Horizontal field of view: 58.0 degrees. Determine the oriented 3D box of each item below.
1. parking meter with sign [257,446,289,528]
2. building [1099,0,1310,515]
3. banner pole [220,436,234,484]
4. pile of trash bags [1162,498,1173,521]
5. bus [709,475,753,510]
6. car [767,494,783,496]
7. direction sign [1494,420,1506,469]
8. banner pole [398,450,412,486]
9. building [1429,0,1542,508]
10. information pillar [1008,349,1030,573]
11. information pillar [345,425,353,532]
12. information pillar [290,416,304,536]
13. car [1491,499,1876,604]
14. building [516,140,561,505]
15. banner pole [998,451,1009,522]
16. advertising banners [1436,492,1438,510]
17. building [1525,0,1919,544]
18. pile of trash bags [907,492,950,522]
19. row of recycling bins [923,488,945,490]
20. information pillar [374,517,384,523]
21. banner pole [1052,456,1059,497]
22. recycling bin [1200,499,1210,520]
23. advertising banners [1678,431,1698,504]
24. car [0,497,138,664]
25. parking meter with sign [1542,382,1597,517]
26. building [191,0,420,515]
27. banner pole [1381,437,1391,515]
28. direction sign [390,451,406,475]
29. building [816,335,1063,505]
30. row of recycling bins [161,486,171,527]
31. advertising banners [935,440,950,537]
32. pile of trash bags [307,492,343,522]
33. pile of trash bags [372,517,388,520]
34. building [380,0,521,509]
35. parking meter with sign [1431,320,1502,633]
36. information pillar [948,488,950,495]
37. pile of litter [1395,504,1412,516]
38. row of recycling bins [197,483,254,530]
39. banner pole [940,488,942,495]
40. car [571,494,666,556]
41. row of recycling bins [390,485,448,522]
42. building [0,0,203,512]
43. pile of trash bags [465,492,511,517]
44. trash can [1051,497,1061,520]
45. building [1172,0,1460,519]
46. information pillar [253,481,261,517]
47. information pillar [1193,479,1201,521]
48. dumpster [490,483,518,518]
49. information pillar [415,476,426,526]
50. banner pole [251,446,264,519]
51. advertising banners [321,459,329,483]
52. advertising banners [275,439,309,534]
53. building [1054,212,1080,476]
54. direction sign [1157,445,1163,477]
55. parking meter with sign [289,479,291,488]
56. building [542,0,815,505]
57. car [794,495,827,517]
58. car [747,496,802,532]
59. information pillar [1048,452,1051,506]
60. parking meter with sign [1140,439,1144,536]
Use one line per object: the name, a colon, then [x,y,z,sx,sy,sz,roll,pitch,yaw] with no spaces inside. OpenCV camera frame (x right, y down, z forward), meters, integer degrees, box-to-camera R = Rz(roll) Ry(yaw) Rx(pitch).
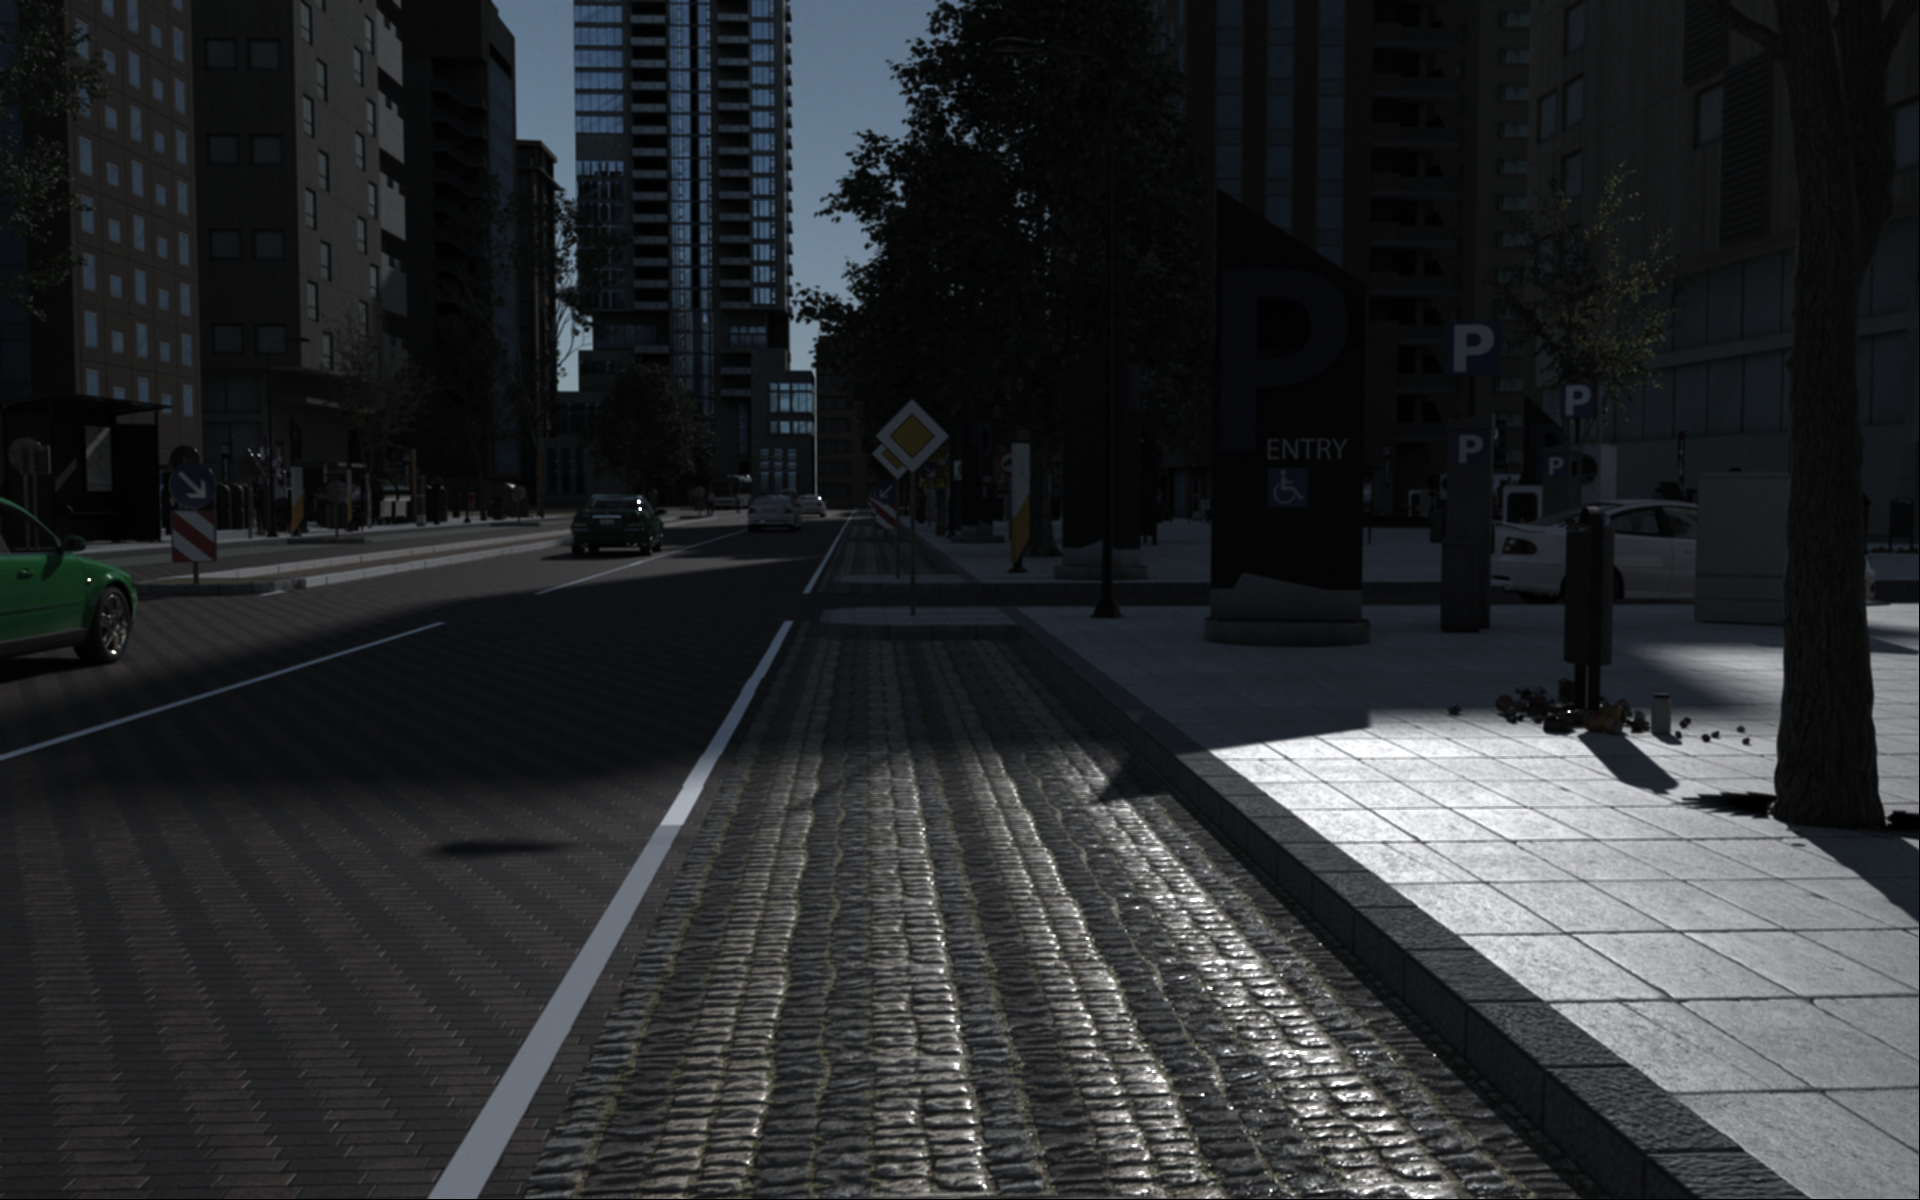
parking meter with sign: [-25.434,-4.144,64.012,0.543,3.016,1.738,-1,4,-8]
building: [16.780,-29.306,129.264,14.600,45.320,14.200,0,4,-3]
banner pole: [-31.260,-5.140,74.062,0.401,3.779,0.863,1,4,22]
pile of trash bags: [8.865,-4.474,82.903,1.912,1.369,3.447,2,4,27]
bus: [-21.485,-10.303,163.308,2.948,3.499,13.247,0,4,-1]
car: [-14.871,-7.800,139.332,2.131,1.459,4.920,0,4,-3]
direction sign: [16.254,-3.737,53.091,0.876,3.537,0.379,1,4,19]
banner pole: [-28.775,-6.095,89.674,0.863,3.779,0.401,0,4,2]
building: [52.990,-32.518,155.377,21.600,48.544,21.300,0,4,-3]
information pillar: [0.983,-2.257,28.249,0.183,3.616,0.504,2,4,30]
information pillar: [-20.728,-4.122,58.746,0.183,3.616,0.504,-2,4,-28]
information pillar: [-20.129,-3.743,52.551,0.183,3.616,0.504,1,4,13]
car: [8.860,-0.566,21.610,4.827,1.381,2.083,0,4,-2]
building: [-63.210,-33.789,207.068,28.867,44.769,22.147,0,4,-3]
banner pole: [2.041,-5.505,80.028,0.401,3.779,0.863,3,5,43]
advertising banners: [27.766,-6.548,103.246,2.074,3.025,0.090,-1,4,-20]
building: [35.879,-28.453,54.440,27.495,52.752,28.713,0,4,-3]
pile of trash bags: [-0.752,-4.247,79.183,3.447,1.369,1.912,1,4,12]
row of recycling bins: [-0.955,-5.208,92.258,1.069,1.692,3.534,3,5,41]
information pillar: [-25.992,-4.464,77.473,0.304,2.012,0.304,1,4,21]
banner pole: [4.940,-6.135,90.329,0.401,3.779,0.863,2,4,33]
recycling bin: [11.960,-4.472,85.678,0.722,1.027,0.722,1,4,11]
advertising banners: [19.971,-3.130,47.370,0.090,3.025,2.074,0,4,4]
car: [-7.954,-0.269,13.196,1.959,1.807,4.718,0,4,-2]
parking meter with sign: [9.209,-1.853,26.563,0.543,3.016,1.738,3,4,36]
building: [-52.275,-31.943,111.507,28.713,52.752,27.495,0,4,-3]
banner pole: [18.617,-5.251,75.871,0.401,3.779,0.863,-1,4,-20]
direction sign: [-29.514,-6.059,91.059,0.876,3.537,0.379,0,4,-1]
building: [-2.807,-22.494,212.812,28.899,21.520,27.650,0,4,-3]
row of recycling bins: [-30.811,-3.638,66.600,3.534,1.692,1.069,-2,4,-30]
advertising banners: [-0.526,-3.420,52.112,0.090,3.025,2.074,-1,4,-11]
pile of trash bags: [-29.539,-4.327,80.497,1.912,1.369,3.447,-1,4,-11]
pile of trash bags: [-28.664,-4.607,85.073,3.447,1.369,1.912,0,4,-4]
building: [-47.770,-30.800,153.697,14.200,45.320,14.600,0,4,-3]
parking meter with sign: [4.915,-1.253,16.750,0.543,3.016,1.738,1,4,18]
information pillar: [-0.370,-5.518,81.575,0.504,3.616,0.183,1,4,10]
pile of litter: [18.940,-3.689,74.280,1.176,0.858,1.719,-2,4,-23]
row of recycling bins: [-26.684,-3.404,62.776,1.069,1.692,3.534,0,4,5]
banner pole: [-0.779,-5.737,83.822,0.401,3.779,0.863,-3,4,-38]
car: [-8.198,-1.822,41.595,2.131,1.459,4.920,0,4,-5]
row of recycling bins: [-25.308,-4.512,80.883,3.534,1.692,1.069,2,4,31]
building: [-45.286,-26.298,80.083,14.600,45.320,14.200,0,4,-3]
pile of trash bags: [-26.225,-5.390,97.873,3.447,1.369,1.912,-2,4,-27]
trash can: [4.590,-4.459,84.552,0.748,1.137,0.748,0,3,0]
building: [17.941,-27.197,94.783,14.600,45.320,14.200,0,4,-3]
information pillar: [-38.689,-5.556,95.327,0.304,2.012,0.304,1,4,19]
information pillar: [11.264,-4.767,82.436,0.304,2.012,0.304,2,4,27]
dumpster: [-24.284,-5.306,92.507,1.264,1.857,1.865,0,4,-3]
information pillar: [-21.402,-3.930,68.740,0.304,2.012,0.304,0,4,-1]
banner pole: [-36.693,-6.143,90.454,0.863,3.779,0.401,-1,4,-12]
advertising banners: [-31.397,-5.557,87.050,0.090,3.025,2.074,1,4,18]
advertising banners: [-21.762,-3.683,56.407,0.090,3.025,2.074,0,4,6]
building: [25.504,-38.233,214.347,27.495,52.752,28.713,0,4,-3]
direction sign: [9.080,-5.422,80.641,0.379,3.537,0.876,-3,5,-41]
parking meter with sign: [-32.991,-5.436,85.144,1.738,3.016,0.543,1,4,16]
building: [-33.122,-54.672,206.562,31.000,86.520,22.319,0,4,-3]
car: [-9.320,-5.837,107.802,2.083,1.381,4.827,0,4,-3]
car: [-7.184,-3.351,67.143,2.083,1.381,4.827,0,4,-2]
information pillar: [3.497,-4.910,71.635,0.504,3.616,0.183,1,4,18]
parking meter with sign: [5.513,-3.507,53.604,0.543,3.016,1.738,1,4,9]
